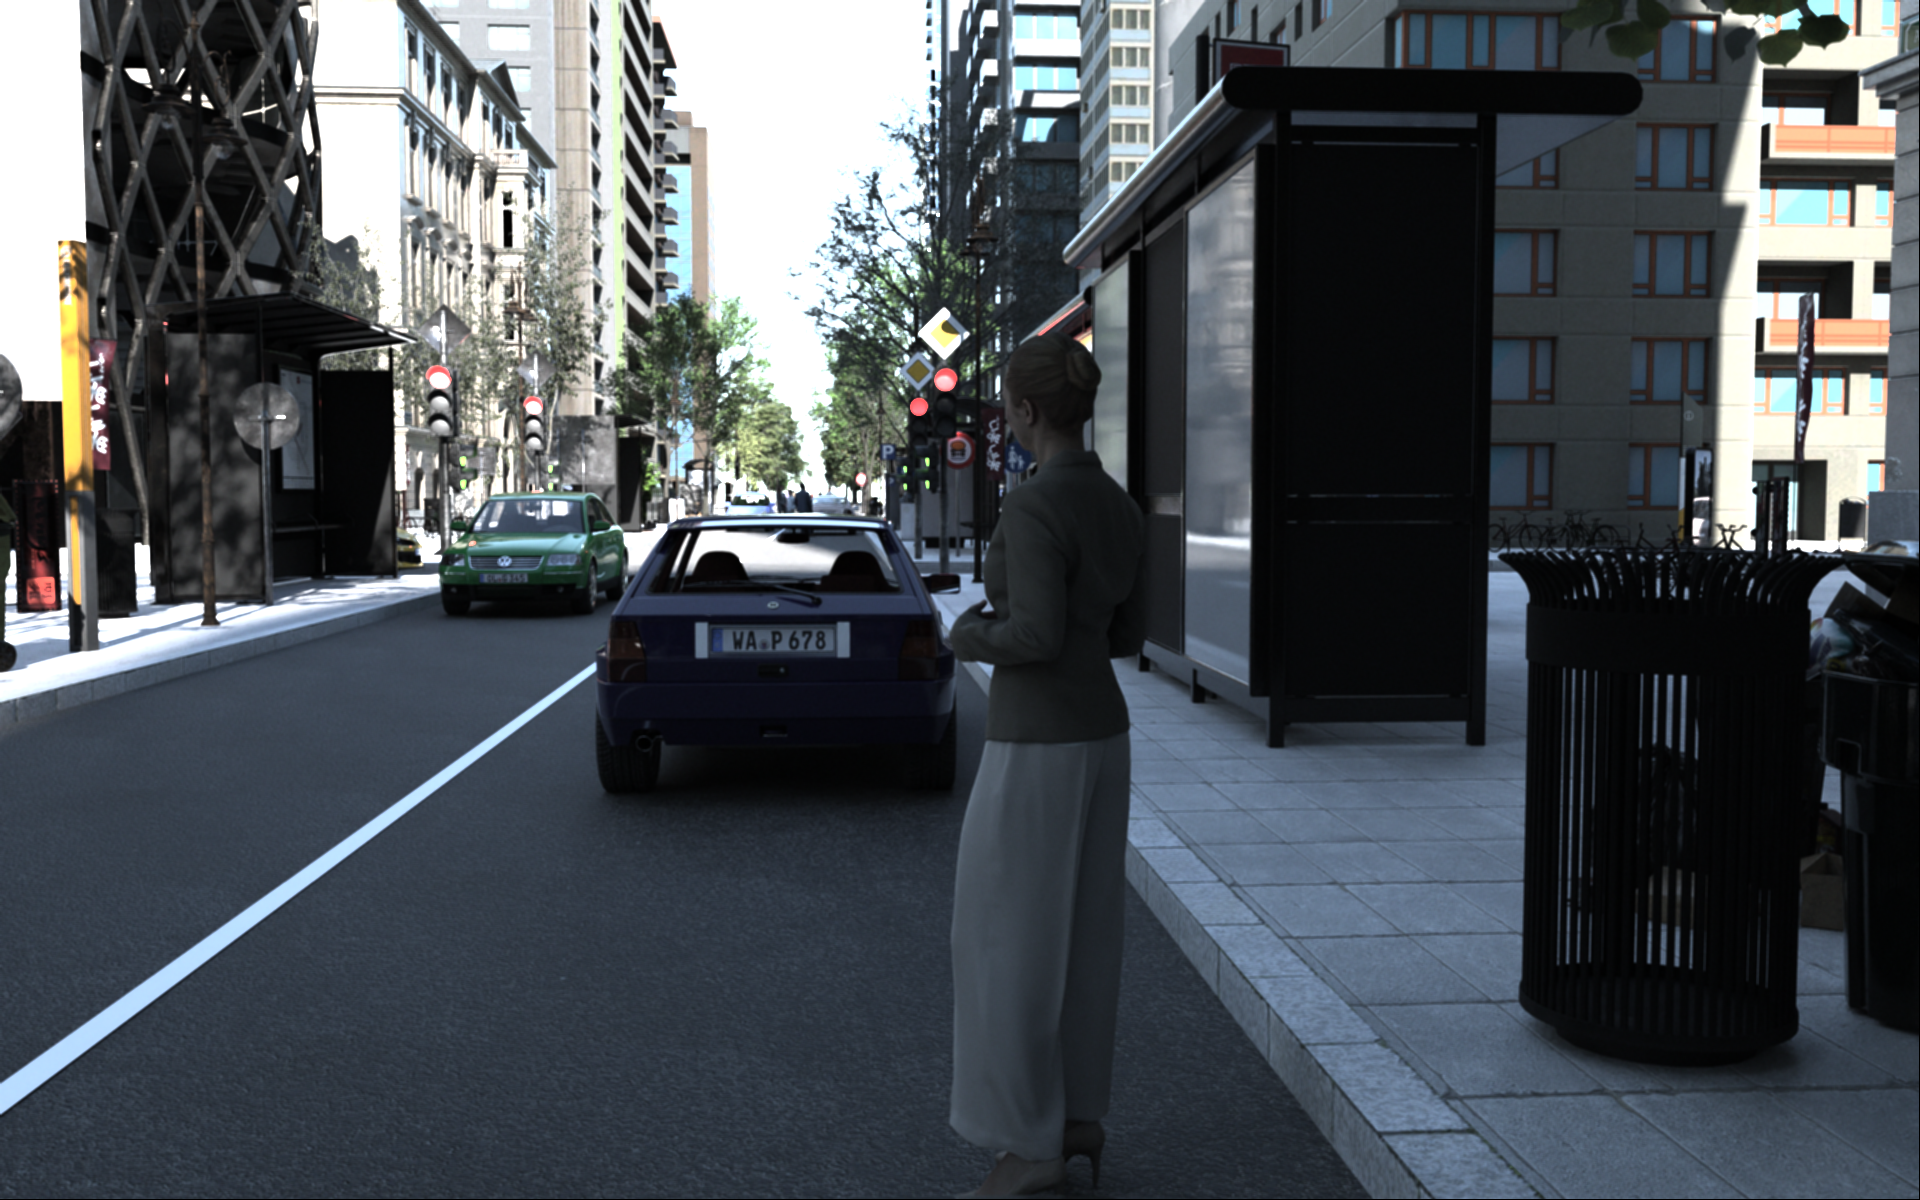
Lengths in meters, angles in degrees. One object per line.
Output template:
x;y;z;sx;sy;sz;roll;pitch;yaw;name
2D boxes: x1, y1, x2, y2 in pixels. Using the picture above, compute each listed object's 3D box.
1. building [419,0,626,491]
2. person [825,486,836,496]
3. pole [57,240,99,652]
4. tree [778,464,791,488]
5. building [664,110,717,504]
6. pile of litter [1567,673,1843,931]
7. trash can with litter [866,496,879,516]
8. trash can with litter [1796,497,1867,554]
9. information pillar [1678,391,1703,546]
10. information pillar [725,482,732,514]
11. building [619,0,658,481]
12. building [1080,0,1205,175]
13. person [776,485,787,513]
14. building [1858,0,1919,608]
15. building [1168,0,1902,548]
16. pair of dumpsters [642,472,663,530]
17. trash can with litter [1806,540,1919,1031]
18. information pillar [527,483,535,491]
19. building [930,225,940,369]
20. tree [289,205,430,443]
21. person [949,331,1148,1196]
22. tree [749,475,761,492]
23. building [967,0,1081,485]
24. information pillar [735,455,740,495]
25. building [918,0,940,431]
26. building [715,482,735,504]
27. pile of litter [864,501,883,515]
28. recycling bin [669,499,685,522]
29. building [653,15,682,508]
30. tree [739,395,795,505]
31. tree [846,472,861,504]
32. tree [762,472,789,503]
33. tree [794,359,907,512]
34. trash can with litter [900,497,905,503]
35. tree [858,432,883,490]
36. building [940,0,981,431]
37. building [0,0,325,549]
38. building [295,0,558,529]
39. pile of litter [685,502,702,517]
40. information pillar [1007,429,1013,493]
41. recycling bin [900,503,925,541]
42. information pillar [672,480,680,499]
-30.086;-26.324;113.993;14.154;41.232;14.086;0;4;-4;building
-6.745;-4.939;89.244;0.794;1.824;0.713;1;4;13;person
-7.151;-1.236;14.045;0.158;3.312;0.155;0;3;0;pole
-24.998;-17.753;240.628;4.360;8.622;3.978;0;3;0;tree
-36.364;-34.003;206.051;14.600;45.320;14.200;0;4;-4;building
2.757;0.517;5.517;1.719;0.858;1.176;0;4;2;pile of litter
-4.546;-4.698;88.194;0.624;1.170;1.055;-2;4;-33;trash can with litter
18.789;-1.608;37.346;2.233;1.210;1.678;1;4;14;trash can with litter
16.624;-2.941;39.435;0.504;3.616;0.183;0;4;-2;information pillar
-13.867;-6.066;103.672;0.304;2.012;0.304;-3;5;-39;information pillar
-34.970;-31.044;131.269;21.300;48.544;21.600;0;4;-4;building
19.842;-24.876;98.609;32.217;40.220;23.993;0;4;-4;building
-7.007;-3.683;68.996;0.573;1.790;0.520;2;4;28;person
16.766;-13.443;7.183;14.401;28.519;23.554;0;4;-4;building
23.508;-12.835;54.892;28.899;21.520;27.650;0;4;-4;building
-11.638;-3.655;62.257;1.574;2.255;4.437;0;4;-4;pair of dumpsters
2.655;0.435;4.275;1.055;1.170;0.624;0;4;-3;trash can with litter
-18.460;-4.298;74.760;0.304;2.012;0.304;1;4;12;information pillar
8.897;-32.650;225.704;32.217;40.220;23.993;0;4;-4;building
-15.643;-5.781;44.889;4.360;8.622;3.978;0;3;0;tree
0.161;0.334;3.582;0.362;1.759;0.519;2;4;33;person
-18.506;-9.879;156.129;1.663;3.219;1.824;0;3;0;tree
12.222;-31.464;134.048;23.786;49.044;30.456;0;4;-4;building
-13.232;-6.825;102.951;0.183;3.616;0.504;-2;4;-32;information pillar
2.818;-57.474;252.371;22.319;86.520;31.000;0;4;-4;building
-49.015;-34.083;249.138;32.217;40.220;23.993;0;4;-4;building
-5.067;-5.596;105.464;1.719;0.858;1.176;-1;4;-17;pile of litter
-14.534;-4.675;88.995;0.722;1.027;0.722;-1;4;-9;recycling bin
-37.095;-30.695;156.483;22.147;44.769;28.867;0;4;-4;building
-21.247;-17.326;200.287;9.611;12.733;9.660;0;3;0;tree
-13.806;-15.105;230.684;4.285;4.588;4.351;0;3;0;tree
-24.133;-15.136;231.191;4.285;4.588;4.351;0;3;0;tree
-6.965;-12.835;126.855;9.611;12.733;9.660;0;3;0;tree
-2.362;-3.669;71.381;0.624;1.170;1.055;1;4;20;trash can with litter
-7.716;-12.000;146.564;4.737;8.622;4.395;0;3;0;tree
8.584;-37.973;162.851;21.231;58.520;28.212;0;4;-4;building
-26.919;-11.036;47.897;16.820;18.784;16.811;0;4;-4;building
-26.730;-15.929;79.531;14.460;24.649;34.723;0;4;-4;building
-14.371;-4.928;94.534;1.719;0.858;1.176;1;4;15;pile of litter
1.739;-4.201;60.041;0.183;3.616;0.504;1;4;21;information pillar
-1.204;-2.148;47.674;0.722;1.027;0.722;1;4;14;recycling bin
-15.022;-5.327;91.580;0.304;2.012;0.304;1;4;21;information pillar
